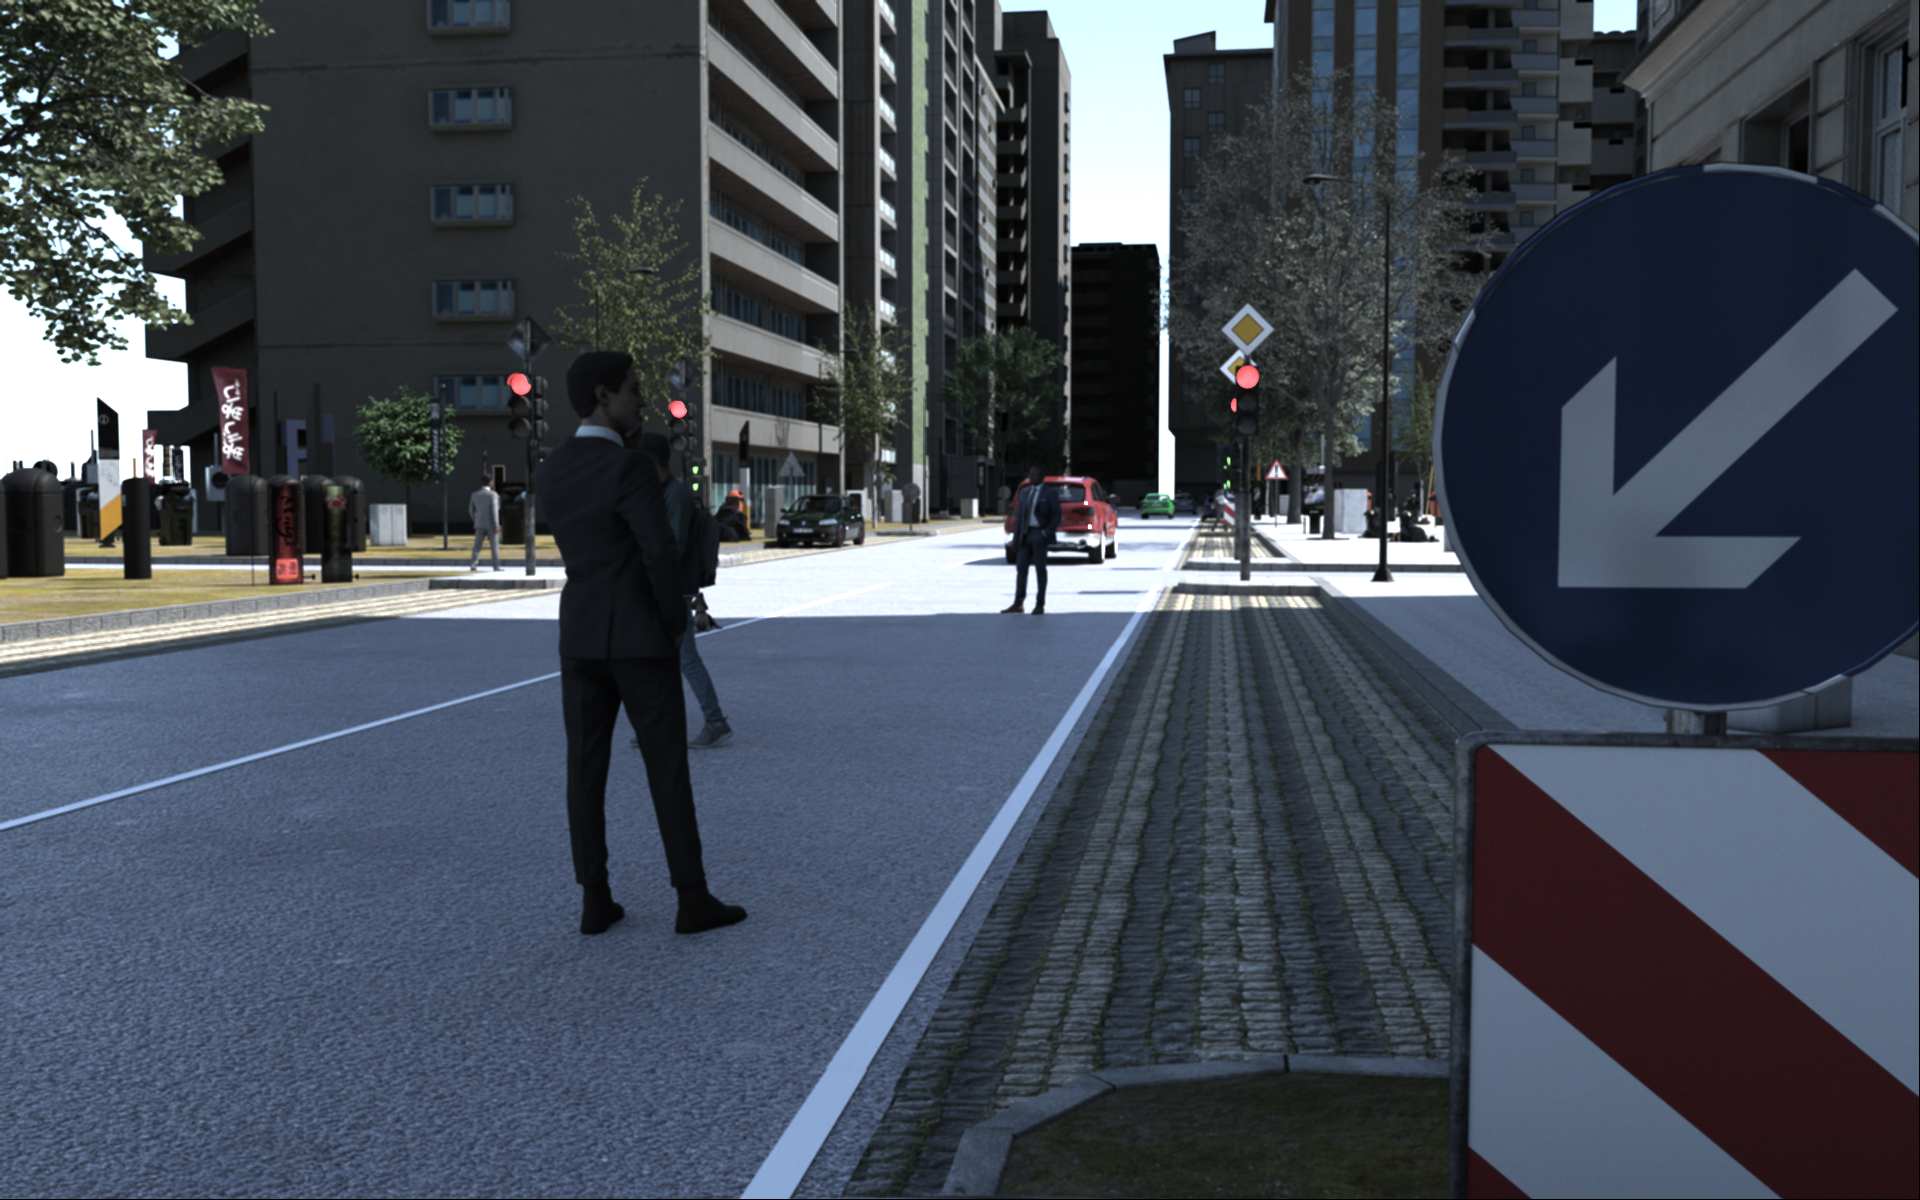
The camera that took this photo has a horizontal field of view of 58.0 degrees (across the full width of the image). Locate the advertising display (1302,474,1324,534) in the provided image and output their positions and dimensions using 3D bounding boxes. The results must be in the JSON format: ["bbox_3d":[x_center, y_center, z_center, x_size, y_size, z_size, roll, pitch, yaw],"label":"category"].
[{"bbox_3d":[11.416,-3.086,55.674,0.123,1.923,0.974,-3,4,-38],"label":"advertising display"}]

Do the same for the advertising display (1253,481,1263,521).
[{"bbox_3d":[14.509,-4.842,84.385,0.123,1.923,0.974,-1,4,-10],"label":"advertising display"}]

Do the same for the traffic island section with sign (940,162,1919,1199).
[{"bbox_3d":[0.917,0.351,2.886,1.989,1.847,2.006,1,4,8],"label":"traffic island section with sign"}]

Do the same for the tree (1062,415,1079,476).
[{"bbox_3d":[5.999,-10.767,126.405,4.360,8.622,3.978,0,3,0],"label":"tree"}]

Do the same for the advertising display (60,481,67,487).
[{"bbox_3d":[-43.152,-4.739,82.704,0.974,1.923,0.123,-3,4,-38],"label":"advertising display"}]

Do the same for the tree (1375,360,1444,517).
[{"bbox_3d":[25.073,-8.813,94.453,4.737,8.622,4.395,0,3,0],"label":"tree"}]

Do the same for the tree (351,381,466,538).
[{"bbox_3d":[-16.096,-4.099,50.741,4.285,4.588,4.351,0,3,0],"label":"tree"}]

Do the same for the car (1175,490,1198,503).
[{"bbox_3d":[22.591,-10.056,173.082,2.281,1.827,5.304,1,4,10],"label":"car"}]

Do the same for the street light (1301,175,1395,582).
[{"bbox_3d":[5.670,-3.228,25.316,1.470,5.913,1.316,1,4,8],"label":"street light"}]

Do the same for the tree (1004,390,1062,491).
[{"bbox_3d":[4.861,-10.423,120.784,4.360,8.622,3.978,0,3,0],"label":"tree"}]

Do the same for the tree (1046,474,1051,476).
[{"bbox_3d":[7.246,-9.151,144.215,1.663,3.219,1.824,0,3,0],"label":"tree"}]

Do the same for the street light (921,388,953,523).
[{"bbox_3d":[-1.022,-6.324,75.938,1.470,5.913,1.316,1,4,8],"label":"street light"}]

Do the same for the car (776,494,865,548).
[{"bbox_3d":[-3.765,-2.283,47.109,2.009,1.686,4.222,1,4,9],"label":"car"}]

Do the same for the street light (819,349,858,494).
[{"bbox_3d":[-3.961,-5.088,55.726,1.470,5.913,1.316,1,4,8],"label":"street light"}]

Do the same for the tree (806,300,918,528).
[{"bbox_3d":[-3.379,-6.997,64.756,4.737,8.622,4.395,0,3,0],"label":"tree"}]

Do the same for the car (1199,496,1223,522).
[{"bbox_3d":[13.383,-4.717,89.709,1.945,1.354,3.894,0,4,8],"label":"car"}]

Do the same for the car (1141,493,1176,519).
[{"bbox_3d":[11.502,-5.607,100.475,1.959,1.807,4.718,1,4,9],"label":"car"}]

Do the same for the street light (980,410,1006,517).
[{"bbox_3d":[1.827,-7.559,96.136,1.470,5.913,1.316,1,4,8],"label":"street light"}]

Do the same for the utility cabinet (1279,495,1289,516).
[{"bbox_3d":[19.067,-5.469,100.584,1.020,1.237,0.306,1,4,15],"label":"utility cabinet"}]

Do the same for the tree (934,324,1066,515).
[{"bbox_3d":[2.405,-10.939,104.607,9.928,11.665,9.643,0,3,0],"label":"tree"}]

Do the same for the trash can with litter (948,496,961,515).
[{"bbox_3d":[-0.245,-5.757,105.189,2.233,1.210,1.678,0,4,-7],"label":"trash can with litter"}]

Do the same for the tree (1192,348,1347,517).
[{"bbox_3d":[17.178,-9.838,95.260,8.767,10.594,7.601,0,4,-1],"label":"tree"}]

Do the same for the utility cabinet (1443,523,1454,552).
[{"bbox_3d":[11.262,-1.665,38.388,1.020,1.237,0.306,0,4,5],"label":"utility cabinet"}]

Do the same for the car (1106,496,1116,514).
[{"bbox_3d":[7.952,-5.292,99.103,1.945,1.354,3.894,1,4,10],"label":"car"}]

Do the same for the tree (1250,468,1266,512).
[{"bbox_3d":[20.757,-7.862,123.143,1.663,3.219,1.824,0,3,0],"label":"tree"}]

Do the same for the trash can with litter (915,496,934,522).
[{"bbox_3d":[-1.907,-4.309,81.516,1.678,1.210,2.233,0,4,-5],"label":"trash can with litter"}]

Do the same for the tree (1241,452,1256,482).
[{"bbox_3d":[29.128,-14.082,180.604,4.360,8.622,3.978,0,3,0],"label":"tree"}]

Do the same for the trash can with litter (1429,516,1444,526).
[{"bbox_3d":[19.536,-3.608,70.380,0.624,1.170,1.055,1,4,21],"label":"trash can with litter"}]

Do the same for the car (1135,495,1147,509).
[{"bbox_3d":[17.816,-9.393,166.161,1.945,1.354,3.894,1,4,9],"label":"car"}]

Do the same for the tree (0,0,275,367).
[{"bbox_3d":[-10.180,-6.008,16.356,7.486,12.596,7.792,0,3,0],"label":"tree"}]

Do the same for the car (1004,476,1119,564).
[{"bbox_3d":[2.227,-1.745,37.205,2.281,1.827,5.304,1,4,10],"label":"car"}]

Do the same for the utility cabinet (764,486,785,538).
[{"bbox_3d":[-5.418,-2.555,50.451,0.318,1.500,1.173,-1,4,-21],"label":"utility cabinet"}]

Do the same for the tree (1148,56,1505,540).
[{"bbox_3d":[10.370,-8.451,48.550,12.009,13.543,11.850,0,3,0],"label":"tree"}]

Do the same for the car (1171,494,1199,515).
[{"bbox_3d":[15.647,-6.662,120.931,2.014,1.417,4.499,1,4,9],"label":"car"}]

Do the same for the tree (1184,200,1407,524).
[{"bbox_3d":[14.517,-10.315,75.306,9.857,13.997,8.962,0,3,0],"label":"tree"}]

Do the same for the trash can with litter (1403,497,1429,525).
[{"bbox_3d":[19.137,-3.734,72.441,1.055,1.170,0.624,-1,4,-17],"label":"trash can with litter"}]

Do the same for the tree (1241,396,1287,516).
[{"bbox_3d":[18.083,-9.295,102.331,4.737,8.622,4.395,0,3,0],"label":"tree"}]

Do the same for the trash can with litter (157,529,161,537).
[{"bbox_3d":[-23.316,-2.426,51.057,1.055,1.170,0.624,2,4,32],"label":"trash can with litter"}]

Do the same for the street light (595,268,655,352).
[{"bbox_3d":[-6.961,-3.870,35.810,1.470,5.913,1.316,1,4,8],"label":"street light"}]

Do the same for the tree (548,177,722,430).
[{"bbox_3d":[-7.872,-5.553,41.149,4.737,8.622,4.395,0,3,0],"label":"tree"}]

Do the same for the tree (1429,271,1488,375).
[{"bbox_3d":[17.362,-6.503,56.678,4.360,8.622,3.978,0,3,0],"label":"tree"}]

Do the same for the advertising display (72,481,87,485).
[{"bbox_3d":[-42.811,-4.854,84.570,0.123,1.923,0.974,2,4,35],"label":"advertising display"}]

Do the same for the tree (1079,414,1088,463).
[{"bbox_3d":[9.975,-12.766,159.078,4.360,8.622,3.978,0,3,0],"label":"tree"}]
